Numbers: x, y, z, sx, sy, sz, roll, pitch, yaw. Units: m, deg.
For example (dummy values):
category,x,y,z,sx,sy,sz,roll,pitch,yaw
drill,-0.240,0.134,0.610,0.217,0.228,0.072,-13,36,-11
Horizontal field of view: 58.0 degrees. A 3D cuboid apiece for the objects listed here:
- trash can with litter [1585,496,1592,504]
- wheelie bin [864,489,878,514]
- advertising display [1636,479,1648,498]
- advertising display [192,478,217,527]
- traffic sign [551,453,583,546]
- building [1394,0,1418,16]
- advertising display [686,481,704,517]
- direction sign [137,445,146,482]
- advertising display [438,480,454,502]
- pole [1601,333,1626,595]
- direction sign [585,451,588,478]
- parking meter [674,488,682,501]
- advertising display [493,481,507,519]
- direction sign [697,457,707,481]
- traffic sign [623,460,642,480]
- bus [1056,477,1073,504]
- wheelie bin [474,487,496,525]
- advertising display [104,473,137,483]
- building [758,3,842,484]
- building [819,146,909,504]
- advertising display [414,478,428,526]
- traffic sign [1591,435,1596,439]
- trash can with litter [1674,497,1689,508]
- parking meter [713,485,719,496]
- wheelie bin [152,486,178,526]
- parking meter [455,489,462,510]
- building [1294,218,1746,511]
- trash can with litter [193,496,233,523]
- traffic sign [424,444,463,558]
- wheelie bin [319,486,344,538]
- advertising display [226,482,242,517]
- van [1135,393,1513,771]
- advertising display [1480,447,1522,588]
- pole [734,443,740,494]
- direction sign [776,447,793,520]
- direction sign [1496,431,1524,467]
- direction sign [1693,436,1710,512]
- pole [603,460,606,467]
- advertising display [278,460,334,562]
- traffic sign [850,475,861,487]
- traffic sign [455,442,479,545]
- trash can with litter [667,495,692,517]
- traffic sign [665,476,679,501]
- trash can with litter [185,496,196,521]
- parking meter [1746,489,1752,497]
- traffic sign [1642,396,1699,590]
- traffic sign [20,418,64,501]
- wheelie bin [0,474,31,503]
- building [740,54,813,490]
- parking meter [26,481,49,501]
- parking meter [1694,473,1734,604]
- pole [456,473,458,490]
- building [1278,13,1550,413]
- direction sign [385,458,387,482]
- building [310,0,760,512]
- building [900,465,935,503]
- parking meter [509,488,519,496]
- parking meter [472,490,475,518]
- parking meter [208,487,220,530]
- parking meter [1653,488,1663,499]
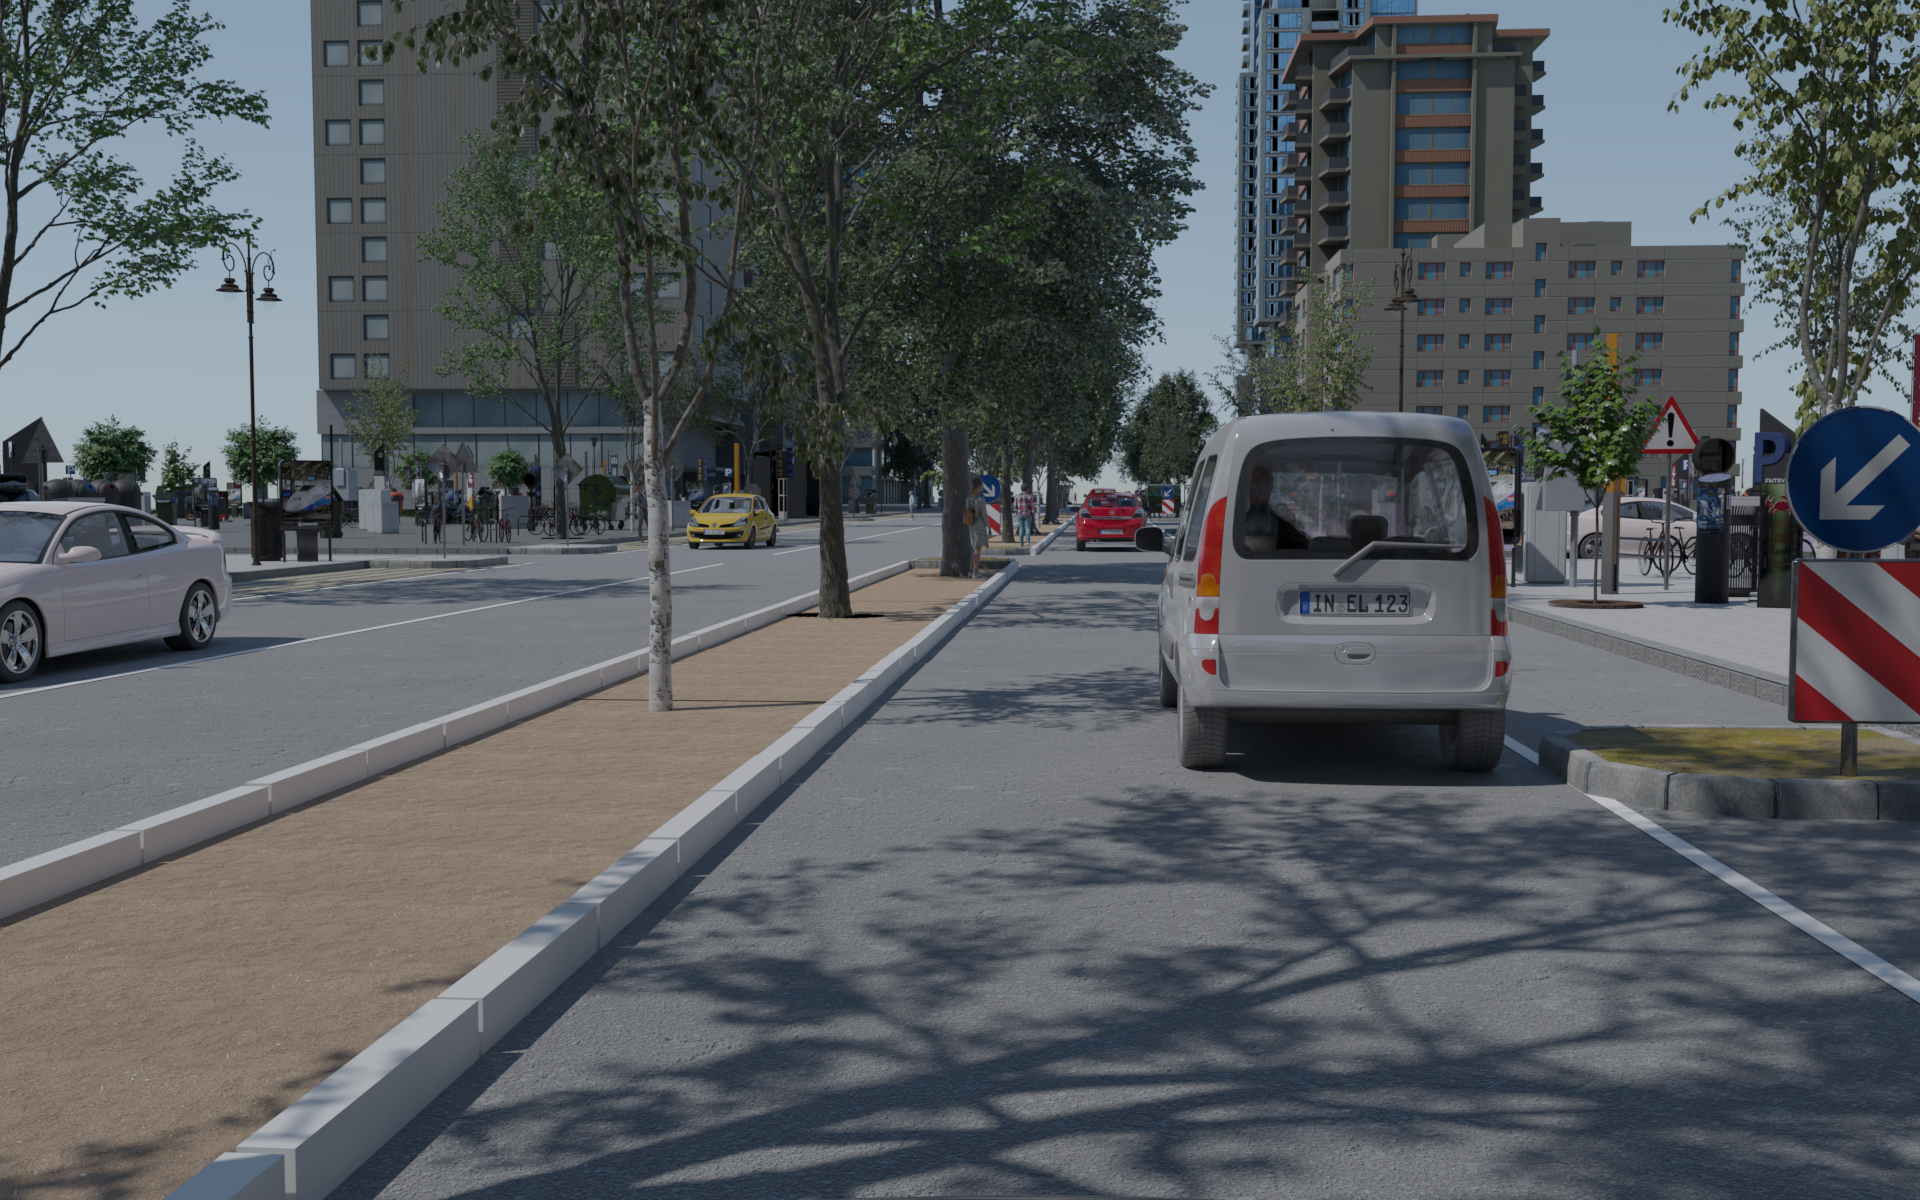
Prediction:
category,x,y,z,sx,sy,sz,roll,pitch,yaw
trash can with litter,29.147,-4.450,83.809,2.233,1.210,1.678,-1,4,-16
wheelie bin,-5.799,-6.418,112.842,0.980,1.594,0.693,1,4,18
advertising display,28.827,-4.159,73.208,0.123,1.923,0.974,0,4,1
advertising display,-29.579,-3.831,67.853,0.123,1.923,0.974,3,4,39
traffic sign,-9.612,-2.371,42.415,0.795,2.450,0.064,0,4,5
building,46.925,-55.721,223.712,22.319,86.520,31.000,0,4,5
advertising display,-13.452,-5.063,87.998,0.974,1.923,0.123,-3,4,-37
direction sign,-35.753,-5.084,75.113,0.876,3.537,0.379,0,4,-2
advertising display,-23.598,-4.545,79.528,0.123,1.923,0.974,1,4,22
pole,8.326,-1.728,22.095,0.158,3.312,0.155,0,3,0
direction sign,-19.916,-6.136,92.321,0.379,3.537,0.876,-1,4,-20
parking meter,-11.633,-3.844,71.258,0.372,1.533,0.369,0,3,0
advertising display,-23.637,-5.122,88.961,0.974,1.923,0.123,3,4,37
direction sign,-15.936,-7.047,107.209,0.876,3.537,0.379,3,5,40
traffic sign,-12.077,-3.899,63.859,0.768,2.556,0.104,1,4,11
bus,14.441,-15.450,244.160,2.896,3.916,12.252,0,4,7
wheelie bin,-20.005,-3.985,73.062,0.693,1.594,0.980,1,4,16
advertising display,-25.444,-2.894,52.530,0.123,1.923,0.974,2,4,34
building,-22.533,-44.796,170.669,20.563,71.187,20.611,0,4,5
building,-19.370,-37.230,228.310,23.786,49.044,30.456,0,4,5
advertising display,-21.369,-3.882,68.680,0.123,1.923,0.974,-3,5,-41
traffic sign,9.754,-1.470,26.158,0.606,2.300,0.079,1,4,11
trash can with litter,38.723,-5.067,93.905,1.678,1.210,2.233,-3,5,-39
parking meter,-15.880,-6.545,112.716,0.255,1.863,0.399,3,5,41
wheelie bin,-29.339,-3.430,63.987,0.980,1.594,0.693,0,4,-4
parking meter,-25.994,-4.978,89.802,0.372,1.533,0.369,0,3,0
building,41.768,-17.780,135.735,27.650,21.520,28.899,0,4,5
trash can with litter,-34.108,-4.154,78.973,1.678,1.210,2.233,2,4,31
traffic sign,-10.266,-1.885,34.457,0.795,2.450,0.064,0,4,5
wheelie bin,-18.321,-2.595,50.343,0.693,1.594,0.980,-2,4,-33
advertising display,-39.876,-5.504,95.200,0.974,1.923,0.123,1,4,20
van,2.070,-0.205,10.366,2.013,2.044,4.112,0,4,4
advertising display,7.350,-1.154,24.086,0.123,1.923,0.974,-3,4,-37
pole,-8.951,-4.629,69.531,0.158,3.312,0.155,0,3,0
direction sign,-8.552,-5.653,84.418,0.876,3.537,0.379,-2,4,-32
direction sign,19.781,-4.296,62.235,0.876,3.537,0.379,1,4,12
direction sign,28.707,-4.610,67.362,0.379,3.537,0.876,-3,4,-37
pole,-21.210,-6.696,103.315,0.158,3.312,0.155,0,3,0
advertising display,-12.390,-1.690,32.845,0.974,1.923,0.123,-3,4,-37
traffic sign,-7.079,-7.185,117.579,0.768,2.556,0.104,0,4,7
traffic sign,-12.443,-2.652,43.364,0.884,2.594,0.081,1,4,14
trash can with litter,-15.327,-5.229,96.557,2.233,1.210,1.678,3,5,44
traffic sign,-11.602,-4.258,69.718,0.768,2.556,0.104,1,4,13
trash can with litter,-37.275,-4.447,84.097,0.624,1.170,1.055,-2,4,-28
parking meter,40.325,-4.892,88.393,0.372,1.533,0.369,0,3,0
traffic sign,9.423,-1.409,23.037,0.884,2.594,0.081,1,4,9
traffic sign,-15.640,-1.804,29.497,0.884,2.594,0.081,1,4,14
wheelie bin,-14.792,-1.163,26.916,0.980,1.594,0.693,-3,5,-45
building,-21.106,-28.735,153.415,14.154,41.232,14.086,0,4,5
parking meter,-17.255,-1.469,32.428,0.372,1.533,0.369,0,3,0
parking meter,8.865,-0.732,20.384,0.372,1.533,0.369,0,3,0
pole,-32.769,-7.279,112.860,0.158,3.312,0.155,0,3,0
building,41.971,-31.150,163.934,22.147,44.769,28.867,0,4,5
direction sign,-36.021,-7.100,108.078,0.876,3.537,0.379,2,4,34
building,-30.750,-33.235,132.638,28.713,52.752,27.495,0,4,5
building,-18.984,-25.346,259.447,27.650,21.520,28.899,0,4,5
parking meter,-17.410,-3.626,67.692,0.372,1.533,0.369,0,3,0
parking meter,-26.280,-5.182,93.144,0.372,1.533,0.369,0,3,0
parking meter,-27.019,-3.321,62.705,0.372,1.533,0.369,0,3,0
parking meter,27.829,-3.711,69.082,0.372,1.533,0.369,0,3,0
